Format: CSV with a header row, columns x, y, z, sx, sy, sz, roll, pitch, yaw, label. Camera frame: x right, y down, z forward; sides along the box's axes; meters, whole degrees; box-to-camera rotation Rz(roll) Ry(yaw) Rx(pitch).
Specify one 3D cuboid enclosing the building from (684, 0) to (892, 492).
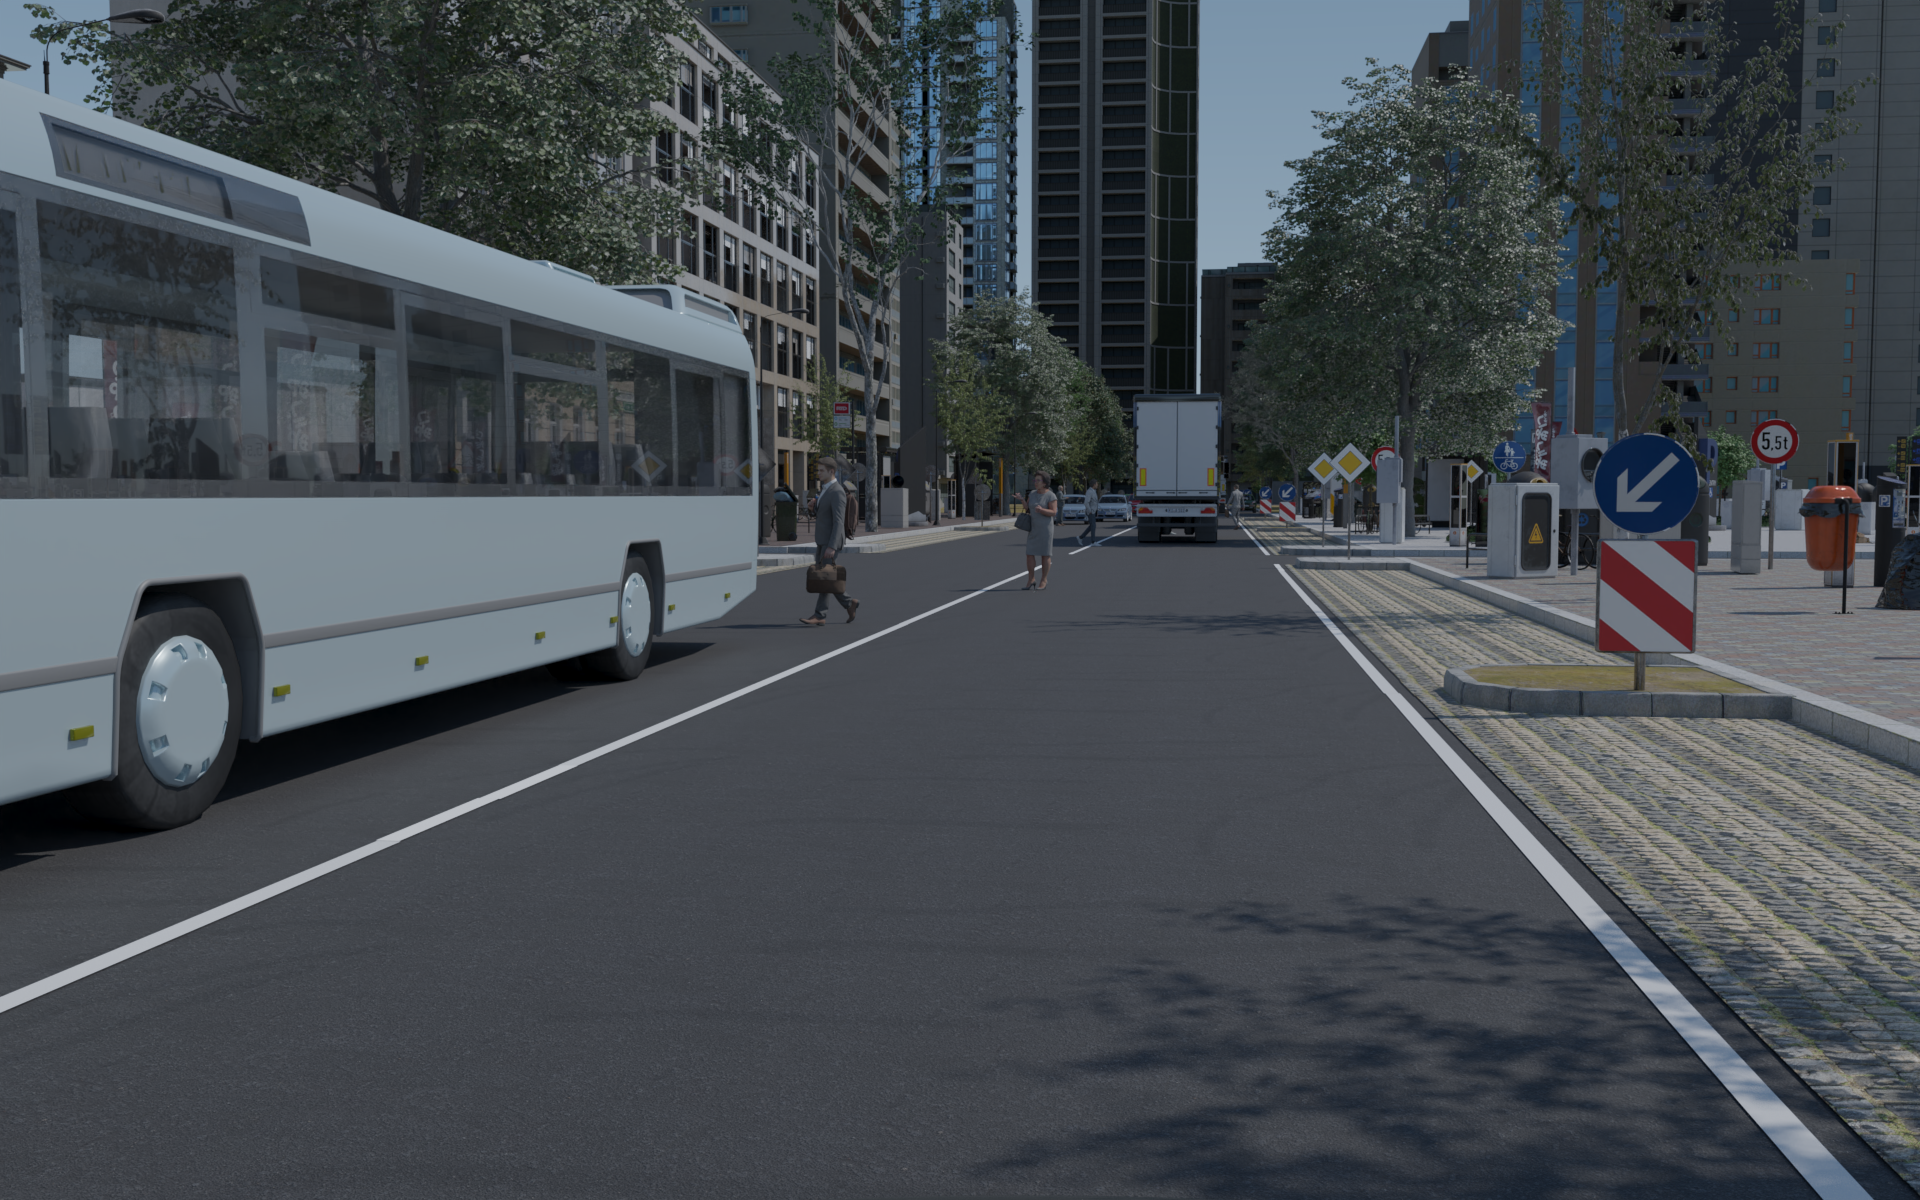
x,y,z,sx,sy,sz,roll,pitch,yaw,label
-17.643,-31.079,131.848,21.300,48.544,21.600,1,4,8,building

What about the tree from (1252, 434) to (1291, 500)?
x,y,z,sx,sy,sz,roll,pitch,yaw,label
29.022,-12.932,161.803,4.737,8.622,4.395,0,3,0,tree

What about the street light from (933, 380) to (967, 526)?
x,y,z,sx,sy,sz,roll,pitch,yaw,label
-0.420,-5.993,70.523,1.470,5.913,1.316,1,4,8,street light

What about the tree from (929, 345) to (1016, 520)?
x,y,z,sx,sy,sz,roll,pitch,yaw,label
0.317,-8.232,84.959,4.737,8.622,4.395,0,3,0,tree

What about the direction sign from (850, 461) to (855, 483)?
x,y,z,sx,sy,sz,roll,pitch,yaw,label
-7.484,-7.667,117.357,0.876,3.537,0.379,2,4,35,direction sign

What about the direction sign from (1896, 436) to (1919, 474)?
x,y,z,sx,sy,sz,roll,pitch,yaw,label
37.153,-4.640,67.868,0.876,3.537,0.379,1,4,22,direction sign

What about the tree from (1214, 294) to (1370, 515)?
x,y,z,sx,sy,sz,roll,pitch,yaw,label
20.604,-11.965,106.003,12.009,13.543,11.850,0,3,0,tree

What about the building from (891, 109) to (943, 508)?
x,y,z,sx,sy,sz,roll,pitch,yaw,label
-18.554,-28.366,155.668,32.217,40.220,23.993,1,4,8,building

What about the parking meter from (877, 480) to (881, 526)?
x,y,z,sx,sy,sz,roll,pitch,yaw,label
-3.296,-3.939,70.110,0.255,1.863,0.399,-1,4,-23,parking meter

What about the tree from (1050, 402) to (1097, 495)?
x,y,z,sx,sy,sz,roll,pitch,yaw,label
8.344,-11.308,135.255,4.737,8.622,4.395,0,3,0,tree

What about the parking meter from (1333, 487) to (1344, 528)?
x,y,z,sx,sy,sz,roll,pitch,yaw,label
14.516,-3.548,66.418,0.372,1.533,0.369,0,3,0,parking meter

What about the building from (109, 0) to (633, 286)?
x,y,z,sx,sy,sz,roll,pitch,yaw,label
-22.253,-17.356,69.679,13.634,28.700,20.117,1,4,8,building

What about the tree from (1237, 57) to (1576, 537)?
x,y,z,sx,sy,sz,roll,pitch,yaw,label
13.466,-8.866,51.609,9.857,13.997,8.962,0,3,0,tree

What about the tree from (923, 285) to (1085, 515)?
x,y,z,sx,sy,sz,roll,pitch,yaw,label
2.668,-12.135,105.065,9.857,13.997,8.962,0,3,0,tree

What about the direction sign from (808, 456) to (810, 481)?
x,y,z,sx,sy,sz,roll,pitch,yaw,label
-8.619,-6.802,103.208,0.876,3.537,0.379,1,4,21,direction sign

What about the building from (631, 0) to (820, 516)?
x,y,z,sx,sy,sz,roll,pitch,yaw,label
-21.107,-17.897,97.135,19.350,26.468,34.151,1,4,8,building

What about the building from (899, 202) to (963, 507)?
x,y,z,sx,sy,sz,roll,pitch,yaw,label
-7.090,-24.681,175.230,14.107,30.474,14.160,1,4,8,building

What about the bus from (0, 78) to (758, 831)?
x,y,z,sx,sy,sz,roll,pitch,yaw,label
-4.130,-0.944,10.300,2.948,3.499,13.247,0,4,8,bus

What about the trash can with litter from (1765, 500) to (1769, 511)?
x,y,z,sx,sy,sz,roll,pitch,yaw,label
48.762,-5.707,104.362,1.678,1.210,2.233,-1,4,-20,trash can with litter

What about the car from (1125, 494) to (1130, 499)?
x,y,z,sx,sy,sz,roll,pitch,yaw,label
12.614,-7.018,126.549,2.131,1.459,4.920,1,4,9,car

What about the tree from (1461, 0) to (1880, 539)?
x,y,z,sx,sy,sz,roll,pitch,yaw,label
8.048,-4.269,20.154,4.360,8.622,3.978,0,3,0,tree

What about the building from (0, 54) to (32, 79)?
x,y,z,sx,sy,sz,roll,pitch,yaw,label
-58.175,-14.685,73.382,30.059,22.955,16.112,1,4,8,building

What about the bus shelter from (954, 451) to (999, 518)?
x,y,z,sx,sy,sz,roll,pitch,yaw,label
0.955,-6.471,97.088,1.731,3.624,6.357,1,4,8,bus shelter

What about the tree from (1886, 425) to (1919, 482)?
x,y,z,sx,sy,sz,roll,pitch,yaw,label
40.214,-5.361,71.366,4.285,4.588,4.351,0,3,0,tree

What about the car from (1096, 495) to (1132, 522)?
x,y,z,sx,sy,sz,roll,pitch,yaw,label
7.999,-4.790,90.324,2.014,1.417,4.499,1,4,9,car

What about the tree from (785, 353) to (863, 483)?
x,y,z,sx,sy,sz,roll,pitch,yaw,label
-6.854,-8.533,89.880,4.737,8.622,4.395,0,3,0,tree

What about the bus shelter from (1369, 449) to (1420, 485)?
x,y,z,sx,sy,sz,roll,pitch,yaw,label
21.220,-6.592,85.409,2.179,5.291,8.768,1,4,8,bus shelter

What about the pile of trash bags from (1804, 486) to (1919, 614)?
x,y,z,sx,sy,sz,roll,pitch,yaw,label
10.827,-0.561,18.921,3.447,1.369,1.912,0,4,-8,pile of trash bags

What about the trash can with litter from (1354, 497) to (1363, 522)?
x,y,z,sx,sy,sz,roll,pitch,yaw,label
18.514,-4.182,79.767,1.055,1.170,0.624,0,4,8,trash can with litter

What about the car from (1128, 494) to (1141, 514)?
x,y,z,sx,sy,sz,roll,pitch,yaw,label
11.689,-6.326,112.469,2.155,1.783,4.494,0,4,7,car

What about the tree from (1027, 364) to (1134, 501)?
x,y,z,sx,sy,sz,roll,pitch,yaw,label
10.471,-14.308,150.949,9.611,12.733,9.660,0,3,0,tree

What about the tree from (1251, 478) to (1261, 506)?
x,y,z,sx,sy,sz,roll,pitch,yaw,label
32.804,-11.878,188.806,1.663,3.219,1.824,0,3,0,tree

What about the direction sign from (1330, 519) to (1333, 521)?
x,y,z,sx,sy,sz,roll,pitch,yaw,label
17.742,-5.506,82.024,0.876,3.537,0.379,0,4,-5,direction sign

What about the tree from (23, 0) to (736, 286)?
x,y,z,sx,sy,sz,roll,pitch,yaw,label
-8.334,-7.315,26.261,9.857,13.997,8.962,0,3,0,tree

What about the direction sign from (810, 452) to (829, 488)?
x,y,z,sx,sy,sz,roll,pitch,yaw,label
-7.476,-6.196,93.309,0.876,3.537,0.379,-1,4,-23,direction sign

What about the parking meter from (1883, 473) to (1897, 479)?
x,y,z,sx,sy,sz,roll,pitch,yaw,label
25.143,-2.517,46.869,0.255,1.863,0.399,1,4,12,parking meter

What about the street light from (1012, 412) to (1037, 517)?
x,y,z,sx,sy,sz,roll,pitch,yaw,label
3.654,-7.696,98.370,1.470,5.913,1.316,1,4,8,street light

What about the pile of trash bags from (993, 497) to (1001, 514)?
x,y,z,sx,sy,sz,roll,pitch,yaw,label
1.702,-6.081,109.172,1.912,1.369,3.447,1,4,15,pile of trash bags

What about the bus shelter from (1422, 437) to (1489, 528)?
x,y,z,sx,sy,sz,roll,pitch,yaw,label
18.245,-4.270,63.732,2.014,3.302,5.546,1,4,8,bus shelter

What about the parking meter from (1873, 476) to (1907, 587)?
x,y,z,sx,sy,sz,roll,pitch,yaw,label
12.881,-0.952,23.977,0.372,1.533,0.369,0,3,0,parking meter

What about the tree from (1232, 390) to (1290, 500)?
x,y,z,sx,sy,sz,roll,pitch,yaw,label
32.008,-16.073,180.918,7.486,12.596,7.792,0,3,0,tree

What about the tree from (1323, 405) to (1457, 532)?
x,y,z,sx,sy,sz,roll,pitch,yaw,label
14.006,-4.608,59.052,4.285,4.588,4.351,0,3,0,tree

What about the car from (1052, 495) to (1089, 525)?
x,y,z,sx,sy,sz,roll,pitch,yaw,label
5.375,-4.323,82.687,2.014,1.417,4.499,0,4,7,car

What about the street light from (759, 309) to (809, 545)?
x,y,z,sx,sy,sz,roll,pitch,yaw,label
-4.467,-4.345,43.583,1.470,5.913,1.316,1,4,8,street light

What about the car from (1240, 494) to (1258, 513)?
x,y,z,sx,sy,sz,roll,pitch,yaw,label
21.735,-7.486,132.179,2.009,1.686,4.222,1,4,8,car

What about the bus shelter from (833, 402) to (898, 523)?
x,y,z,sx,sy,sz,roll,pitch,yaw,label
-4.055,-6.137,77.967,2.179,5.291,8.768,1,4,8,bus shelter

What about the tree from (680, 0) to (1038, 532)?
x,y,z,sx,sy,sz,roll,pitch,yaw,label
-4.363,-12.332,57.515,12.611,20.169,13.585,0,3,0,tree

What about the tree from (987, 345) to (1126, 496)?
x,y,z,sx,sy,sz,roll,pitch,yaw,label
5.429,-11.752,117.898,9.928,11.665,9.643,0,3,0,tree

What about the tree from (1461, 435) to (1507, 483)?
x,y,z,sx,sy,sz,roll,pitch,yaw,label
26.159,-6.324,87.114,4.285,4.588,4.351,0,3,0,tree

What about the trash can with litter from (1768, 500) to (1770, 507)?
x,y,z,sx,sy,sz,roll,pitch,yaw,label
38.354,-4.296,81.625,1.055,1.170,0.624,-3,5,-44,trash can with litter

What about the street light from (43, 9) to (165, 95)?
x,y,z,sx,sy,sz,roll,pitch,yaw,label
-8.311,-2.709,16.831,1.470,5.913,1.316,1,4,8,street light

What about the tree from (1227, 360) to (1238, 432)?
x,y,z,sx,sy,sz,roll,pitch,yaw,label
23.380,-13.028,119.670,9.857,13.997,8.962,0,3,0,tree

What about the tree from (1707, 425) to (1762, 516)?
x,y,z,sx,sy,sz,roll,pitch,yaw,label
35.556,-5.939,80.822,4.285,4.588,4.351,0,3,0,tree
